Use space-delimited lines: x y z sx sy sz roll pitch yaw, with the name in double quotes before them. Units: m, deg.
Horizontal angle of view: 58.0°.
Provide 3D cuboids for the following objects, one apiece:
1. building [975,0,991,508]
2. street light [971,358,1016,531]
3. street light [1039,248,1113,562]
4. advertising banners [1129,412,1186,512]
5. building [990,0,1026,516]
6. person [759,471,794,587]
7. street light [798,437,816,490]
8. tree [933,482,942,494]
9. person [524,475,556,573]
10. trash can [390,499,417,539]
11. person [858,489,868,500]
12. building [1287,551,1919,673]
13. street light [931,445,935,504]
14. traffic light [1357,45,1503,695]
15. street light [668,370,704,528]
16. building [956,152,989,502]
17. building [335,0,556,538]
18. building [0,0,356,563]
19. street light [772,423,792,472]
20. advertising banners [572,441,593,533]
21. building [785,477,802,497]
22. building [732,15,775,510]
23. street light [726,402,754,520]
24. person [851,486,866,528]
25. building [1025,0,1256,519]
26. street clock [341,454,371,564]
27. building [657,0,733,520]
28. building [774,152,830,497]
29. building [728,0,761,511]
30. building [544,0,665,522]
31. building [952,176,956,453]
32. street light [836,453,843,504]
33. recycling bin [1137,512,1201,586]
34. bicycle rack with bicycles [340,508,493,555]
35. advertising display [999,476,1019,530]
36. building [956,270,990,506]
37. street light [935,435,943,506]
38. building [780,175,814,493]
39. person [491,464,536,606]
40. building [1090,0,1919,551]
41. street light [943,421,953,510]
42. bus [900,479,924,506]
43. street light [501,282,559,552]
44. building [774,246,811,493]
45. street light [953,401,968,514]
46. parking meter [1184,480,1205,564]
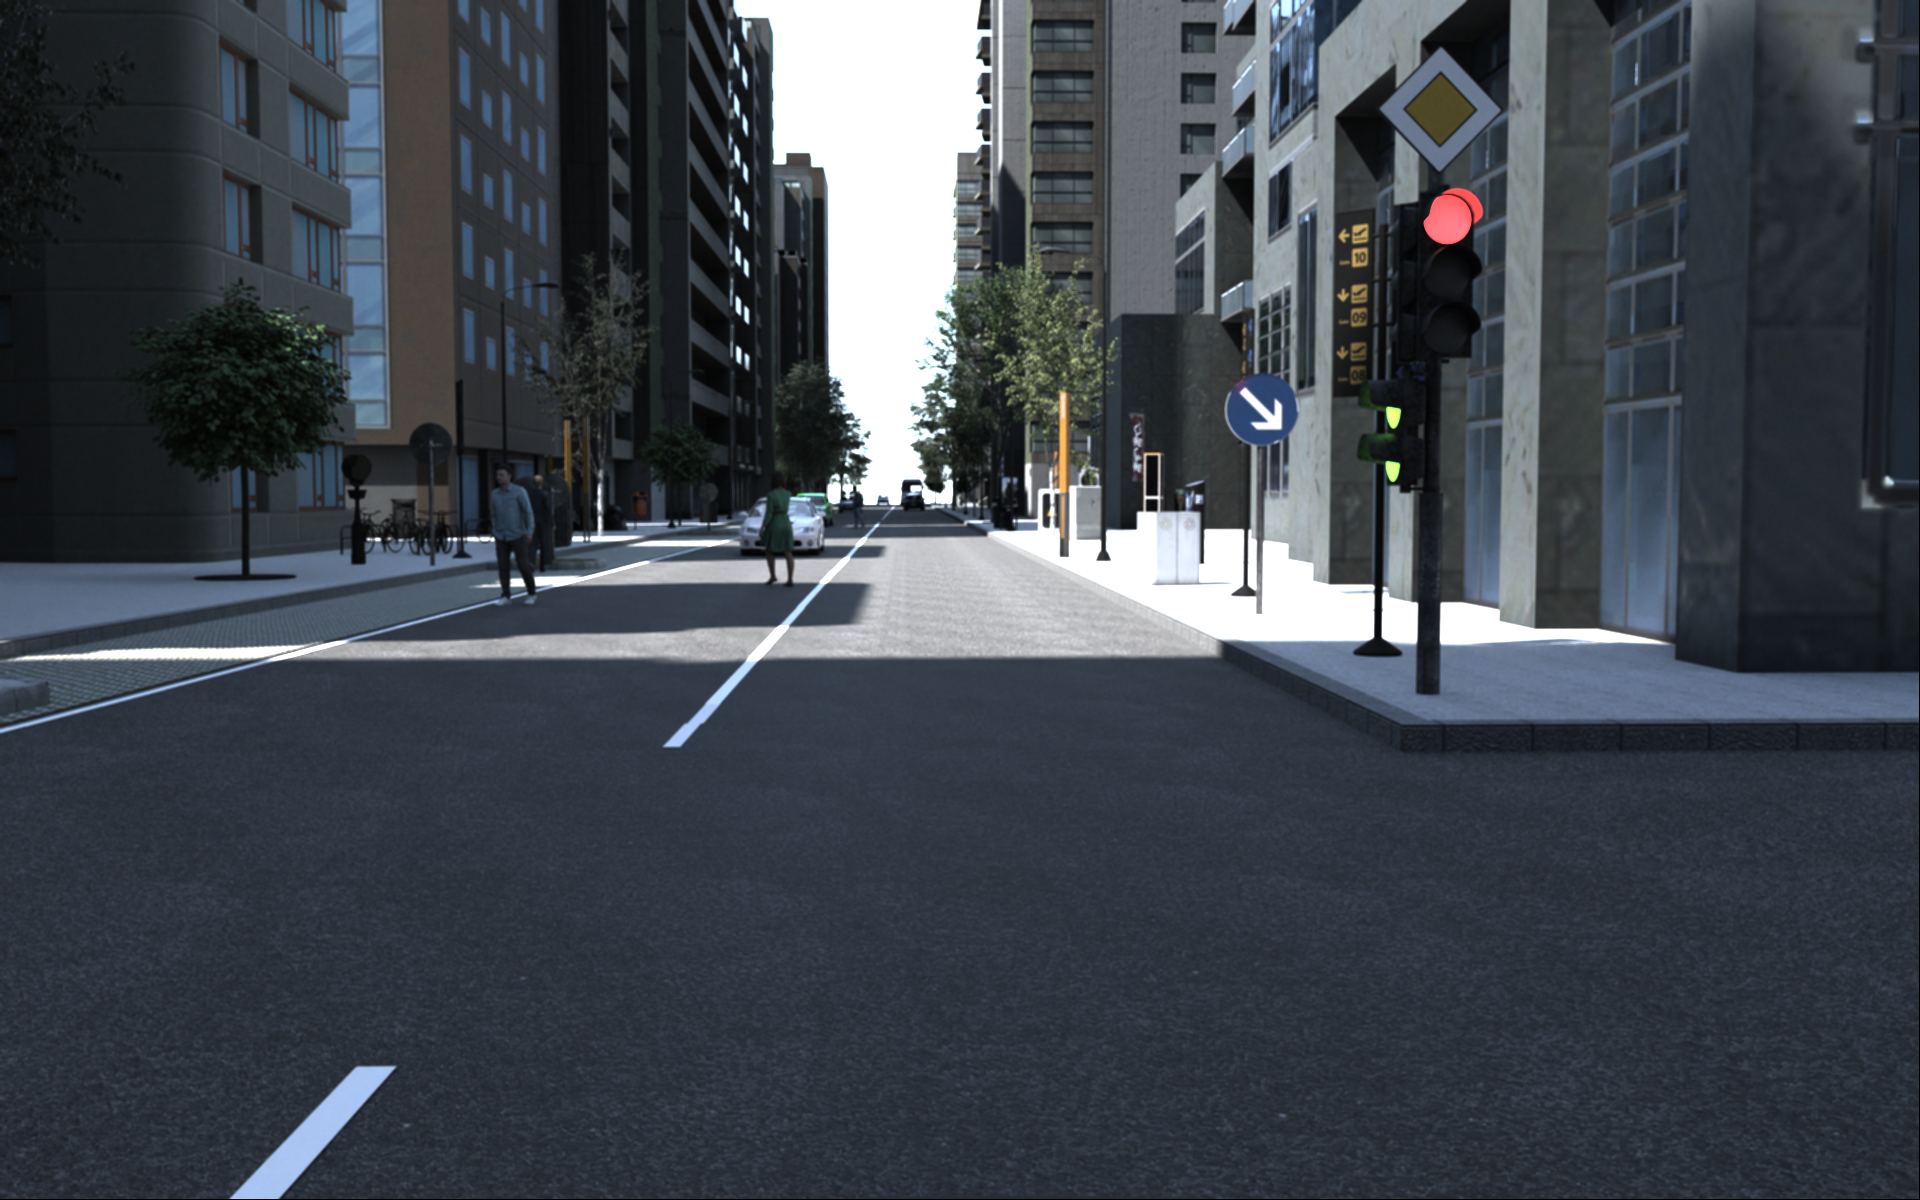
"building" 12.521 -30.006 145.229 22.147 44.769 28.867 0 4 -2
"street light" 1.232 -5.314 59.421 1.470 5.913 1.316 0 4 -2
"street light" 2.196 -3.688 32.841 1.470 5.913 1.316 0 4 -2
"advertising banners" 4.359 -2.548 37.853 2.074 3.025 0.090 -3 5 -44
"building" 12.528 -35.070 115.388 21.231 58.520 28.212 0 4 -2
"person" -2.812 -1.109 26.880 0.529 1.795 0.600 3 4 38
"street light" -12.530 -10.234 139.863 1.470 5.913 1.316 0 4 -2
"tree" -2.489 -12.777 203.503 1.663 3.219 1.824 0 3 0
"person" -7.647 -1.381 31.496 0.576 1.772 0.534 -1 4 -12
"trash can" -15.772 -2.292 49.126 0.748 1.137 0.748 0 3 0
"person" -8.228 -8.160 141.914 1.348 1.824 0.705 -1 4 -14
"building" 20.715 -43.347 21.397 31.000 86.520 22.319 0 4 -2
"street light" -1.867 -11.628 162.654 1.470 5.913 1.316 0 4 -2
"traffic light" 2.991 -1.352 11.028 0.839 4.253 0.868 0 4 -2
"street light" -10.282 -5.646 64.857 1.470 5.913 1.316 0 4 -2
"building" 6.450 -32.180 209.735 14.154 41.232 14.086 0 4 -2
"building" -21.620 -24.795 55.509 14.600 45.320 14.200 0 4 -2
"building" -27.660 -11.047 25.653 27.650 21.520 28.899 0 4 -2
"street light" -11.716 -8.627 113.587 1.470 5.913 1.316 0 4 -2
"advertising banners" -12.875 -3.687 56.462 2.074 3.025 0.090 1 4 15
"building" -33.149 -30.032 182.910 32.217 40.220 23.993 0 4 -2
"building" -22.906 -28.158 143.985 14.154 41.232 14.086 0 4 -2
"street light" -11.057 -7.004 87.058 1.470 5.913 1.316 0 4 -2
"person" -4.307 -3.880 72.284 0.721 1.781 0.623 -2 4 -29
"building" 10.461 -19.777 95.049 14.160 30.474 14.107 0 4 -2
"street clock" -11.017 -1.657 31.664 0.358 2.002 0.471 3 5 43
"building" -24.467 -28.855 95.481 21.300 48.544 21.600 0 4 -2
"building" -24.594 -35.506 230.639 14.600 45.320 14.200 0 4 -2
"building" -26.752 -30.690 121.386 23.786 49.044 30.456 0 4 -2
"building" -21.442 -18.739 78.091 14.160 30.474 14.107 0 4 -2
"building" 10.089 -35.268 231.257 22.147 44.769 28.867 0 4 -2
"street light" -14.413 -13.733 197.073 1.470 5.913 1.316 0 4 -2
"recycling bin" 2.954 -0.734 24.550 0.722 1.027 0.722 -1 4 -13
"bicycle rack with bicycles" -11.895 -1.473 37.472 2.852 0.926 2.925 1 4 12
"advertising display" 1.763 -3.507 62.549 0.123 1.923 0.974 3 5 42
"building" 15.744 -30.499 190.546 32.217 40.220 23.993 0 4 -2
"street light" -1.036 -9.974 135.617 1.470 5.913 1.316 0 4 -2
"building" -25.703 -32.576 216.212 14.154 41.232 14.086 0 4 -2
"person" -5.759 -0.849 22.407 0.660 1.820 0.620 1 4 15
"building" 17.083 -45.402 54.987 22.319 86.520 31.000 0 4 -2
"street light" -0.183 -8.375 109.471 1.470 5.913 1.316 0 4 -2
"bus" -5.828 -13.218 210.971 2.948 3.499 13.247 0 4 -1
"street light" -9.479 -4.010 38.099 1.470 5.913 1.316 0 4 -2
"building" -24.904 -26.348 202.489 14.160 30.474 14.107 0 4 -2
"street light" 0.547 -6.933 85.893 1.470 5.913 1.316 0 4 -2
"parking meter" 4.311 -1.431 31.816 0.372 1.533 0.369 0 3 0
